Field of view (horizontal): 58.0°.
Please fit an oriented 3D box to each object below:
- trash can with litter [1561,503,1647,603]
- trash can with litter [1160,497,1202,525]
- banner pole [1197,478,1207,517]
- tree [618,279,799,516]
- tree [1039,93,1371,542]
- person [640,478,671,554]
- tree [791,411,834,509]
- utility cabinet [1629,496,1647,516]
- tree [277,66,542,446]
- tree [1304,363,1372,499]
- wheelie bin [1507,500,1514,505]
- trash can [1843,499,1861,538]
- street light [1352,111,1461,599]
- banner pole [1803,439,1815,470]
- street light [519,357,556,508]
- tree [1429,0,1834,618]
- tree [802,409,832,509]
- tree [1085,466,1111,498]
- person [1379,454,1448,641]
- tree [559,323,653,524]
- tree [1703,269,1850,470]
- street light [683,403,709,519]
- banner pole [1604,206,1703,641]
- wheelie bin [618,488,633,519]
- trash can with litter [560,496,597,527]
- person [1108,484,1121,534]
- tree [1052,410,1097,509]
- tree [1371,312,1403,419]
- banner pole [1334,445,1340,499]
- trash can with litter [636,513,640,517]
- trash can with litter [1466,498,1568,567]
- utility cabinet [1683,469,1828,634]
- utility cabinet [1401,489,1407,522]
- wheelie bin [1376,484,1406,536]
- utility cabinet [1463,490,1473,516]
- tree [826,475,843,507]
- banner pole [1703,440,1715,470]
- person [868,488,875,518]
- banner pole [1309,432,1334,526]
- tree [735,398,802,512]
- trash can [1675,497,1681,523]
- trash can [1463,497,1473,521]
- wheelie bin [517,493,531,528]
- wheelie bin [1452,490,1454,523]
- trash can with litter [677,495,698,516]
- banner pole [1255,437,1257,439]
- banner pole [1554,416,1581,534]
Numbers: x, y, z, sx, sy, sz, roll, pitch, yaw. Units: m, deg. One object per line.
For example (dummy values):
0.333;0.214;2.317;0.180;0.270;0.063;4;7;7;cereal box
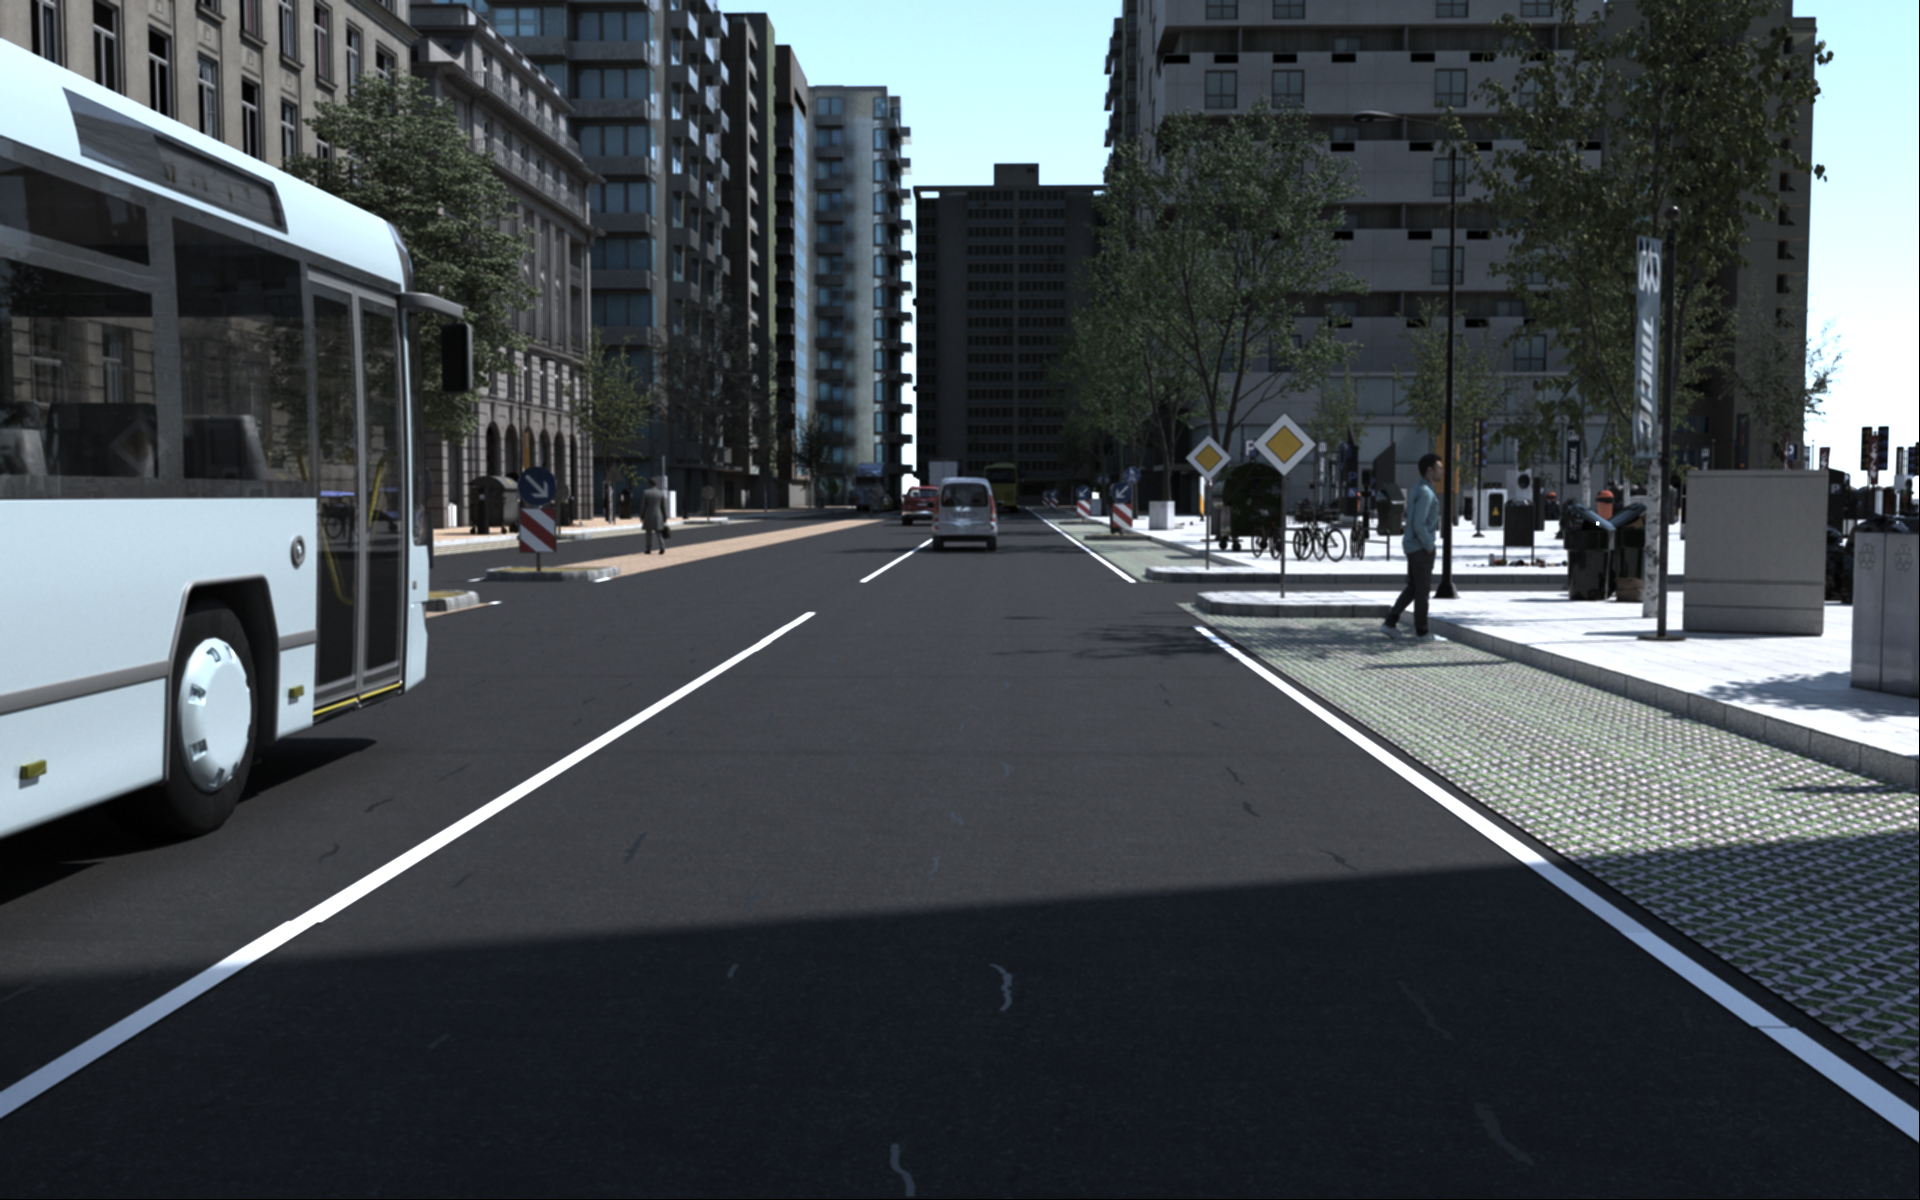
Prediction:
7.831;-0.580;20.862;1.055;1.170;0.624;3;5;39;trash can with litter
8.875;-3.674;71.135;2.233;1.210;1.678;0;4;-3;trash can with litter
13.686;-6.564;97.335;0.863;3.779;0.401;-2;4;-35;banner pole
-14.339;-11.556;99.306;12.009;13.543;11.850;0;3;0;tree
7.037;-7.378;46.382;9.928;11.665;9.643;0;3;0;tree
-7.262;-1.988;41.110;0.694;1.812;0.767;-2;4;-27;person
-12.881;-12.406;153.205;4.737;8.622;4.395;0;3;0;tree
23.218;-2.942;59.266;0.306;1.237;1.020;0;4;-1;utility cabinet
-14.909;-7.858;46.608;7.486;12.596;7.792;0;3;0;tree
21.198;-8.989;97.325;4.737;8.622;4.395;0;3;0;tree
27.474;-4.832;86.911;0.693;1.594;0.980;2;4;24;wheelie bin
25.762;-2.367;50.362;0.748;1.137;0.748;0;3;0;trash can
5.457;-2.976;21.193;1.470;5.913;1.316;0;4;2;street light
38.737;-5.446;79.060;0.863;3.779;0.401;-2;4;-25;banner pole
-14.385;-5.279;58.845;1.470;5.913;1.316;0;4;2;street light
7.163;-4.134;17.954;4.737;8.622;4.395;0;3;0;tree
-13.104;-12.103;148.254;4.360;8.622;3.978;0;3;0;tree
10.072;-7.912;123.957;1.663;3.219;1.824;0;3;0;tree
4.426;-0.511;16.873;0.620;1.820;0.660;0;4;2;person
-15.088;-7.590;74.455;4.737;8.622;4.395;0;3;0;tree
26.878;-6.538;57.258;4.360;8.622;3.978;0;3;0;tree
-13.493;-7.088;88.426;1.470;5.913;1.316;0;4;2;street light
6.016;-1.528;15.006;0.863;3.779;0.401;-3;5;-42;banner pole
-17.145;-4.952;88.881;0.693;1.594;0.980;0;4;-2;wheelie bin
-15.415;-3.537;68.891;1.678;1.210;2.233;-1;4;-20;trash can with litter
5.199;-3.006;58.063;0.534;1.772;0.576;0;4;-8;person
9.904;-12.313;151.673;4.737;8.622;4.395;0;3;0;tree
17.895;-6.972;64.360;4.737;8.622;4.395;0;3;0;tree
19.197;-6.023;88.499;0.401;3.779;0.863;-2;4;-28;banner pole
-17.166;-5.150;95.253;1.678;1.210;2.233;-3;5;-42;trash can with litter
10.257;-1.198;30.650;2.233;1.210;1.678;2;4;34;trash can with litter
7.323;-0.445;15.960;1.173;1.500;0.318;2;4;27;utility cabinet
19.913;-4.304;79.050;0.318;1.500;1.173;-1;4;-20;utility cabinet
13.223;-2.779;53.351;0.980;1.594;0.693;-2;4;-30;wheelie bin
29.855;-5.649;101.040;0.318;1.500;1.173;-1;4;-21;utility cabinet
-12.822;-11.264;178.769;1.663;3.219;1.824;0;3;0;tree
34.455;-5.491;79.799;0.401;3.779;0.863;-2;4;-30;banner pole
-5.150;-5.713;102.175;0.573;1.790;0.520;-3;4;-38;person
14.508;-4.888;69.944;0.863;3.779;0.401;-2;4;-31;banner pole
-14.110;-10.687;125.087;4.360;8.622;3.978;0;3;0;tree
31.916;-4.037;77.652;0.748;1.137;0.748;0;3;0;trash can
24.650;-4.398;83.567;0.748;1.137;0.748;0;3;0;trash can
-16.654;-3.549;65.942;0.693;1.594;0.980;0;4;-7;wheelie bin
21.645;-4.197;76.529;0.693;1.594;0.980;1;4;13;wheelie bin
-16.353;-5.651;103.458;1.678;1.210;2.233;-1;4;-9;trash can with litter
12.888;-5.254;75.917;0.401;3.779;0.863;-1;4;-8;banner pole
19.580;-4.019;55.733;0.863;3.779;0.401;-1;4;-10;banner pole
